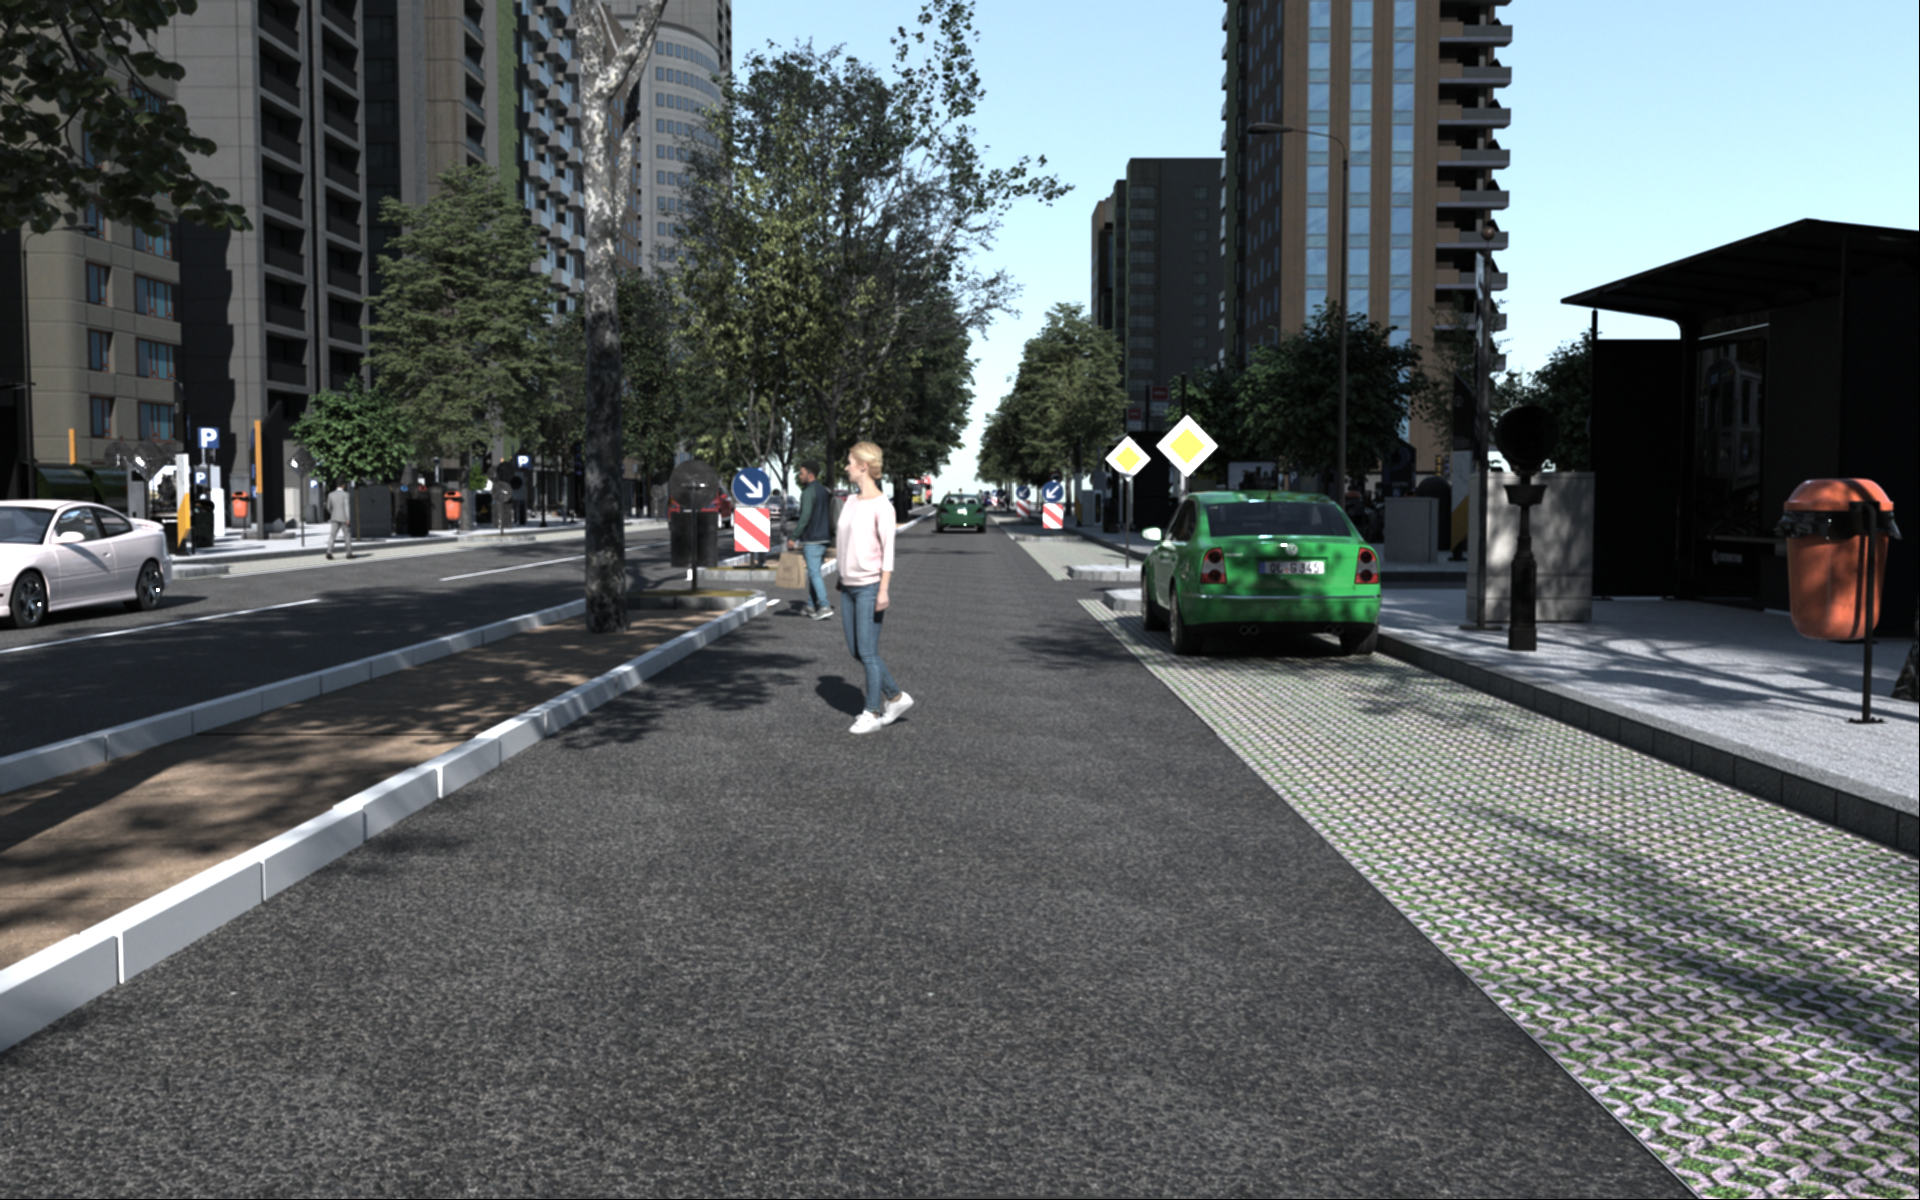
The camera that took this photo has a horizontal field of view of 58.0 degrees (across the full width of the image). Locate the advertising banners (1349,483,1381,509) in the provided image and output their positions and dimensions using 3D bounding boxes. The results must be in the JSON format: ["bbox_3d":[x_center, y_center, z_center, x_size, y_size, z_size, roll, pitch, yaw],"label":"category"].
[{"bbox_3d":[17.034,-4.664,72.444,2.074,3.025,0.090,-2,4,-23],"label":"advertising banners"}]

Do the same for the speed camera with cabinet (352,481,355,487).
[{"bbox_3d":[-28.557,-5.483,83.978,0.660,3.252,2.038,2,4,25],"label":"speed camera with cabinet"}]

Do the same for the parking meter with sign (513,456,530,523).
[{"bbox_3d":[-19.735,-4.988,77.811,0.543,3.016,1.738,0,4,-5],"label":"parking meter with sign"}]

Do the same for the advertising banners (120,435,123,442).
[{"bbox_3d":[-25.554,-3.451,52.613,0.090,3.025,2.074,-2,4,-33],"label":"advertising banners"}]

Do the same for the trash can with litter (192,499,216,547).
[{"bbox_3d":[-18.263,-1.854,41.702,0.624,1.170,1.055,-1,4,-22],"label":"trash can with litter"}]

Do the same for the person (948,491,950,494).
[{"bbox_3d":[-1.233,-11.885,202.752,0.705,1.831,1.348,3,5,44],"label":"person"}]

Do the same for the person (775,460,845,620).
[{"bbox_3d":[-1.709,-0.691,19.787,0.713,1.824,0.794,3,5,42],"label":"person"}]

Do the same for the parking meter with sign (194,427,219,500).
[{"bbox_3d":[-20.253,-3.038,45.939,1.738,3.016,0.543,3,5,44],"label":"parking meter with sign"}]

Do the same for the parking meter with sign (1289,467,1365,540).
[{"bbox_3d":[9.055,-2.825,42.452,1.738,3.016,0.543,0,4,7],"label":"parking meter with sign"}]

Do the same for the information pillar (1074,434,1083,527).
[{"bbox_3d":[4.654,-4.694,68.094,0.183,3.616,0.504,-2,4,-25],"label":"information pillar"}]

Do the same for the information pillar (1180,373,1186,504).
[{"bbox_3d":[4.363,-2.599,33.848,0.183,3.616,0.504,1,4,9],"label":"information pillar"}]

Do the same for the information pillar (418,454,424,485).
[{"bbox_3d":[-28.366,-6.105,91.172,0.504,3.616,0.183,3,5,42],"label":"information pillar"}]

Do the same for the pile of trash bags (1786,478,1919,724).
[{"bbox_3d":[6.395,-0.031,10.260,3.447,1.369,1.912,-1,4,-14],"label":"pile of trash bags"}]

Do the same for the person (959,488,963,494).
[{"bbox_3d":[0.020,-5.743,102.735,0.374,1.781,0.599,1,4,15],"label":"person"}]

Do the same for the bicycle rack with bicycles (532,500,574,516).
[{"bbox_3d":[-24.589,-5.489,103.127,2.925,0.926,2.852,0,4,-4],"label":"bicycle rack with bicycles"}]

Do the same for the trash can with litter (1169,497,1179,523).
[{"bbox_3d":[8.474,-3.600,70.253,0.624,1.170,1.055,-1,4,-16],"label":"trash can with litter"}]

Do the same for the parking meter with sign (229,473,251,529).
[{"bbox_3d":[-26.707,-4.161,64.295,1.738,3.016,0.543,-2,4,-29],"label":"parking meter with sign"}]

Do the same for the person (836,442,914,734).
[{"bbox_3d":[-0.528,-0.083,10.534,0.598,1.740,0.731,-3,5,-43],"label":"person"}]

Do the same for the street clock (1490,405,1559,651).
[{"bbox_3d":[4.619,-0.587,14.171,0.471,2.002,0.358,0,4,6],"label":"street clock"}]

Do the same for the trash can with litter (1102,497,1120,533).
[{"bbox_3d":[5.074,-2.817,57.447,0.624,1.170,1.055,-1,4,-11],"label":"trash can with litter"}]

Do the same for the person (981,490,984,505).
[{"bbox_3d":[2.176,-10.374,178.104,0.705,1.826,1.348,-2,4,-24],"label":"person"}]

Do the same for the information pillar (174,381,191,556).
[{"bbox_3d":[-16.081,-2.719,35.803,0.183,3.616,0.504,-3,5,-45],"label":"information pillar"}]

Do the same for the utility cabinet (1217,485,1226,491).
[{"bbox_3d":[6.907,-2.142,43.701,1.173,1.500,0.318,3,4,38],"label":"utility cabinet"}]

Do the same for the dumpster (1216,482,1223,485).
[{"bbox_3d":[7.733,-2.724,47.038,1.502,2.255,1.985,0,4,0],"label":"dumpster"}]

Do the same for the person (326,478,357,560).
[{"bbox_3d":[-13.538,-1.774,37.785,0.678,1.792,0.850,1,4,15],"label":"person"}]

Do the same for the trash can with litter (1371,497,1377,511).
[{"bbox_3d":[17.936,-3.923,75.530,0.624,1.170,1.055,-2,4,-32],"label":"trash can with litter"}]

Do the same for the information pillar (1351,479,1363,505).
[{"bbox_3d":[13.313,-3.276,58.058,0.304,2.012,0.304,-1,4,-13],"label":"information pillar"}]

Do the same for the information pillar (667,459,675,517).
[{"bbox_3d":[-16.061,-6.417,96.265,0.504,3.616,0.183,2,4,35],"label":"information pillar"}]

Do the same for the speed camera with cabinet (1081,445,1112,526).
[{"bbox_3d":[5.503,-4.610,69.713,0.660,3.252,2.038,2,4,26],"label":"speed camera with cabinet"}]

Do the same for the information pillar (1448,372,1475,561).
[{"bbox_3d":[9.622,-2.558,33.185,0.183,3.616,0.504,-2,4,-28],"label":"information pillar"}]

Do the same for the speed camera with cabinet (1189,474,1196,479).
[{"bbox_3d":[11.549,-5.303,81.044,0.660,3.252,2.038,-3,5,-43],"label":"speed camera with cabinet"}]

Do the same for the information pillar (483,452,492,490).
[{"bbox_3d":[-25.884,-6.334,94.922,0.504,3.616,0.183,-1,4,-20],"label":"information pillar"}]

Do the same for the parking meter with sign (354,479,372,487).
[{"bbox_3d":[-27.257,-5.067,79.100,1.738,3.016,0.543,0,4,0],"label":"parking meter with sign"}]

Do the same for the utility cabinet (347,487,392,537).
[{"bbox_3d":[-17.376,-2.586,50.968,1.173,1.500,0.318,-2,4,-29],"label":"utility cabinet"}]

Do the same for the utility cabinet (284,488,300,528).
[{"bbox_3d":[-25.051,-3.404,64.327,1.173,1.500,0.318,2,4,25],"label":"utility cabinet"}]

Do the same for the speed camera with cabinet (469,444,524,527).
[{"bbox_3d":[-18.316,-4.535,68.484,2.038,3.252,0.660,-2,4,-25],"label":"speed camera with cabinet"}]

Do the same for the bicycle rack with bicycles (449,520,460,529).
[{"bbox_3d":[-19.440,-3.089,63.882,2.852,0.926,2.925,0,4,7],"label":"bicycle rack with bicycles"}]

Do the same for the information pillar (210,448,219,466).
[{"bbox_3d":[-32.430,-5.130,75.224,0.183,3.616,0.504,3,5,40],"label":"information pillar"}]

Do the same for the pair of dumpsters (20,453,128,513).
[{"bbox_3d":[-20.513,-2.280,39.777,1.574,2.255,4.437,0,4,0],"label":"pair of dumpsters"}]

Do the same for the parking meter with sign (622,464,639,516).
[{"bbox_3d":[-19.359,-6.342,99.948,0.543,3.016,1.738,3,5,42],"label":"parking meter with sign"}]

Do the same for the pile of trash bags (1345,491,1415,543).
[{"bbox_3d":[11.143,-2.270,46.863,1.912,1.369,3.447,-1,4,-10],"label":"pile of trash bags"}]

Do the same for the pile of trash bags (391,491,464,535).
[{"bbox_3d":[-17.407,-2.775,55.129,3.447,1.369,1.912,1,4,10],"label":"pile of trash bags"}]

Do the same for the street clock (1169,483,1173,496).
[{"bbox_3d":[8.614,-4.130,72.096,0.471,2.002,0.358,-1,4,-20],"label":"street clock"}]

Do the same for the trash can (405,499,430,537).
[{"bbox_3d":[-16.287,-2.469,52.027,0.748,1.137,0.748,0,3,0],"label":"trash can"}]

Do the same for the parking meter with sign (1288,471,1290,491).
[{"bbox_3d":[8.633,-2.899,43.658,1.738,3.016,0.543,-2,4,-31],"label":"parking meter with sign"}]

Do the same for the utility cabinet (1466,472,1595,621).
[{"bbox_3d":[5.695,-0.528,17.320,1.173,1.500,0.318,0,4,-4],"label":"utility cabinet"}]

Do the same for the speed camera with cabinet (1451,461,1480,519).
[{"bbox_3d":[19.996,-4.601,69.562,0.660,3.252,2.038,-3,4,-38],"label":"speed camera with cabinet"}]

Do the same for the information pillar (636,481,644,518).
[{"bbox_3d":[-17.346,-5.465,93.836,0.304,2.012,0.304,-3,4,-36],"label":"information pillar"}]

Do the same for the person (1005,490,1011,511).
[{"bbox_3d":[3.597,-7.498,132.035,0.436,1.711,0.756,3,5,44],"label":"person"}]

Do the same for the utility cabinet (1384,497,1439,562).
[{"bbox_3d":[8.582,-1.332,32.940,0.306,1.237,1.020,-3,5,-42],"label":"utility cabinet"}]

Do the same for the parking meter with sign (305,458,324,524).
[{"bbox_3d":[-27.659,-4.775,74.330,0.543,3.016,1.738,0,4,-4],"label":"parking meter with sign"}]

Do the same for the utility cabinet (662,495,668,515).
[{"bbox_3d":[-17.908,-5.753,105.217,0.306,1.237,1.020,1,4,19],"label":"utility cabinet"}]

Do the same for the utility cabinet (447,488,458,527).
[{"bbox_3d":[-19.791,-3.518,66.199,1.173,1.500,0.318,1,4,12],"label":"utility cabinet"}]

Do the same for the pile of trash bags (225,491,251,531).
[{"bbox_3d":[-28.236,-3.468,66.453,3.447,1.369,1.912,-1,4,-9],"label":"pile of trash bags"}]

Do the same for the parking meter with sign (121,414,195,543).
[{"bbox_3d":[-17.797,-2.546,37.890,1.738,3.016,0.543,0,4,4],"label":"parking meter with sign"}]

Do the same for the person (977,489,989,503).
[{"bbox_3d":[1.633,-8.023,139.765,1.350,1.814,0.705,0,4,-1],"label":"person"}]

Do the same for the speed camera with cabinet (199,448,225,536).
[{"bbox_3d":[-23.003,-3.604,53.269,0.660,3.252,2.038,-2,4,-26],"label":"speed camera with cabinet"}]
